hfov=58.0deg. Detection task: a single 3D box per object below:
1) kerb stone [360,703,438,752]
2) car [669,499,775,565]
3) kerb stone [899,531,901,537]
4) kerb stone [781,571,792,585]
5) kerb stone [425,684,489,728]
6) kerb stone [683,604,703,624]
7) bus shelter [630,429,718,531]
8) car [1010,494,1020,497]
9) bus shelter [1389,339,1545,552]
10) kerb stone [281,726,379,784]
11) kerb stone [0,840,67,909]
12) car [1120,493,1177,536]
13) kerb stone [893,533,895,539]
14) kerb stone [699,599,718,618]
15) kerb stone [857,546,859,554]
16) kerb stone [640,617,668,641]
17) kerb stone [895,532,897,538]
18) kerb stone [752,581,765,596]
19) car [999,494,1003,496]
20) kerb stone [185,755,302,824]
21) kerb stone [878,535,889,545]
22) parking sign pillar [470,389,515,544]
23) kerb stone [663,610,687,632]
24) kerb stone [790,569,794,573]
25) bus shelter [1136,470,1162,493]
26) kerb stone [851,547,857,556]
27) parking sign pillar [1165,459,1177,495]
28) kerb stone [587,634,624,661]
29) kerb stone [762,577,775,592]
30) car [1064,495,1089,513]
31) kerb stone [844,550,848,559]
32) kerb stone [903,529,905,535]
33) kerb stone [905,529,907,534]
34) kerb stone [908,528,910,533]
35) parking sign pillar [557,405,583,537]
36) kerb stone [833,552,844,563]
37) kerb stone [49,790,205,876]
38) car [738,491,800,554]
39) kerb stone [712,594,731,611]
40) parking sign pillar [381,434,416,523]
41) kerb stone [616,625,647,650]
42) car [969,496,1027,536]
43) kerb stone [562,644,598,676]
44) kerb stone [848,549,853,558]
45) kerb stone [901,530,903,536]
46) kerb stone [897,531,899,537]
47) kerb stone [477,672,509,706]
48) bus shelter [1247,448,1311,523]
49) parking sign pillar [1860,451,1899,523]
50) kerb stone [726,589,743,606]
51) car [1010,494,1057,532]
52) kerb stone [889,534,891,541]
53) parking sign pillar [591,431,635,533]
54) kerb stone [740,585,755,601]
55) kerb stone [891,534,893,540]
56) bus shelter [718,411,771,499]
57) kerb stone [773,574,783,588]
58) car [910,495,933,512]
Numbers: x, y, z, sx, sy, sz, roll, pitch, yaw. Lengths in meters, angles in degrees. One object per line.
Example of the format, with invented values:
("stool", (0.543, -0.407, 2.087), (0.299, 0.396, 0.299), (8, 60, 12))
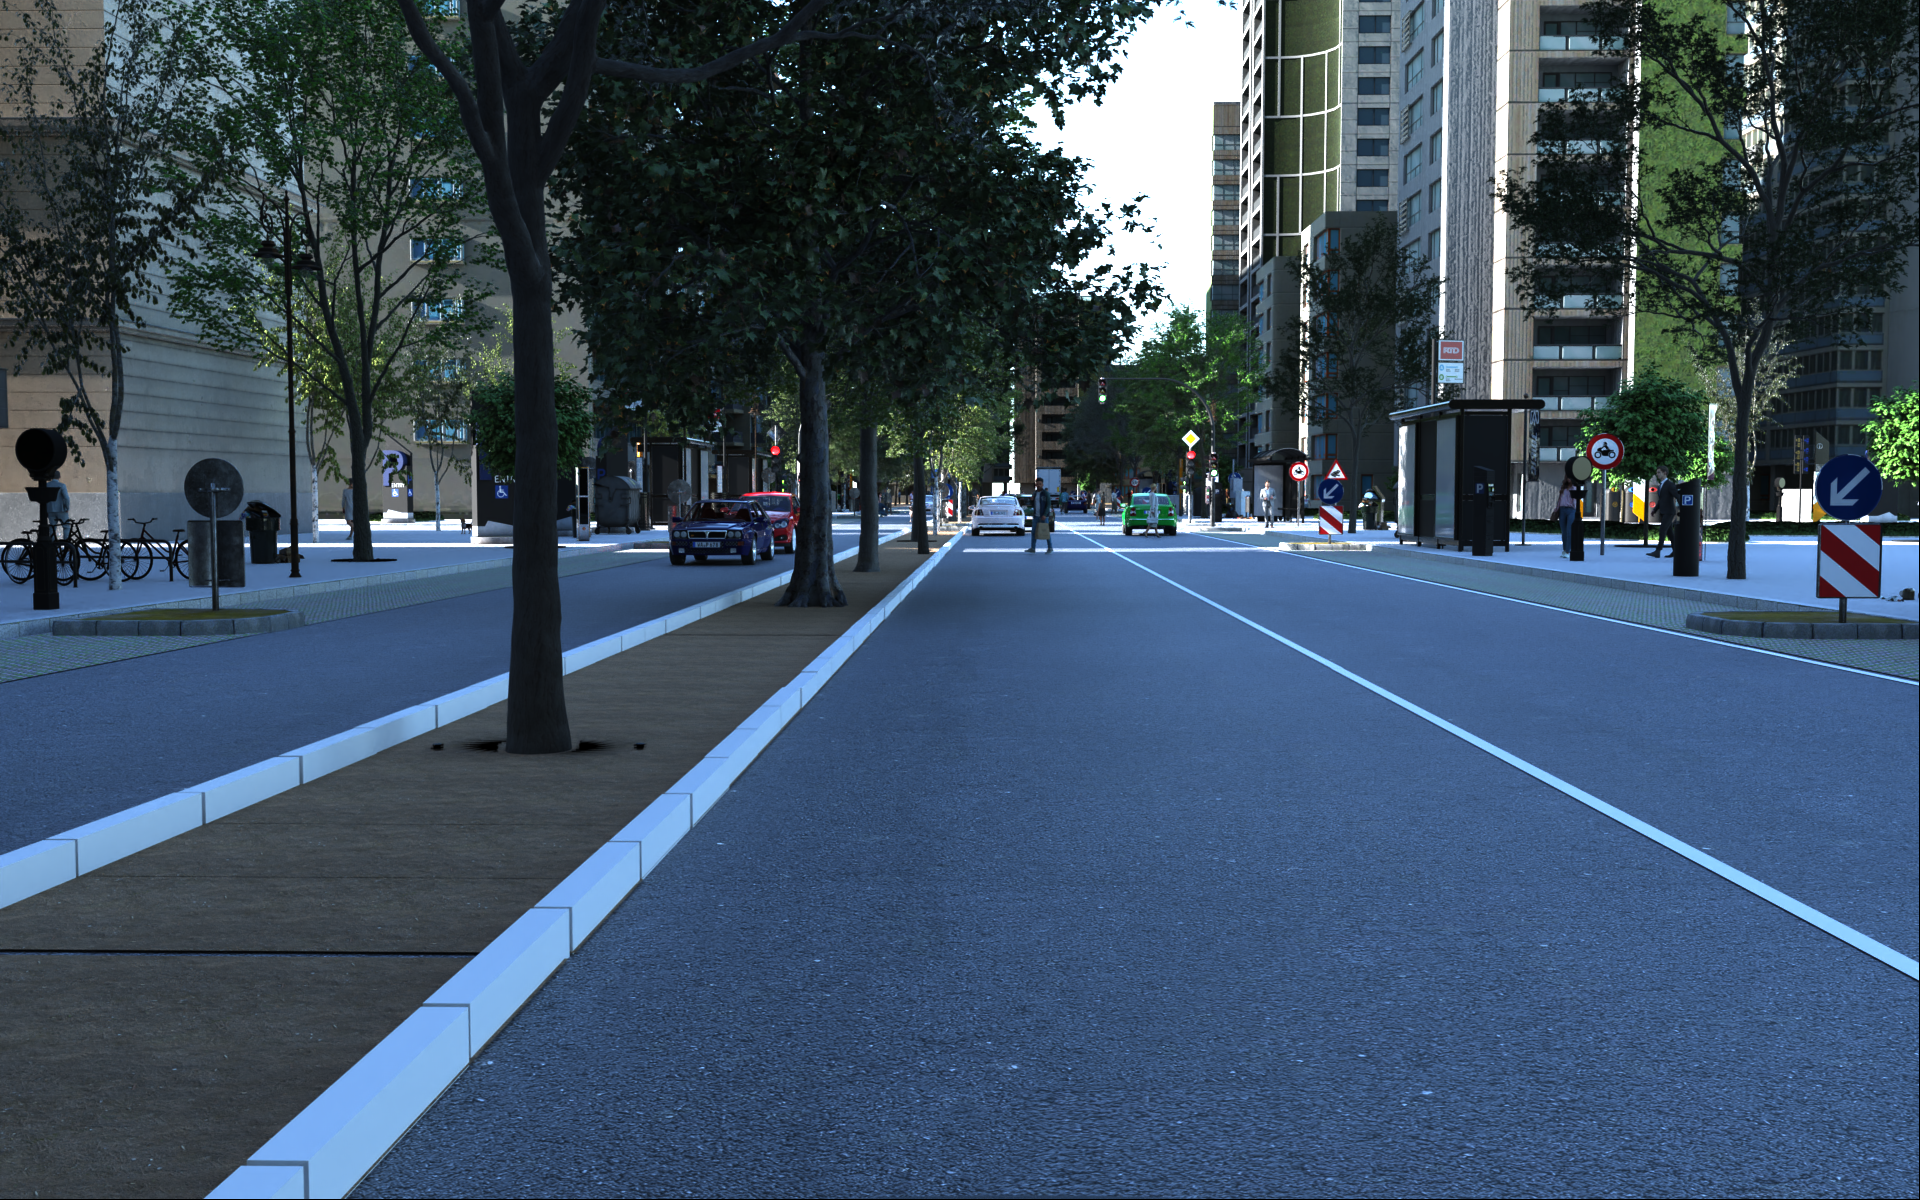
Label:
("kerb stone", (-3.257, 0.745, 10.017), (0.120, 0.150, 1.000), (0, 4, 1))
("car", (-4.964, -1.453, 36.334), (1.945, 1.354, 3.894), (0, 4, 2))
("kerb stone", (-2.116, -2.137, 57.137), (0.120, 0.150, 1.000), (0, 4, 1))
("kerb stone", (-2.826, -0.320, 27.420), (0.120, 0.150, 1.000), (0, 4, 1))
("kerb stone", (-3.225, 0.683, 11.040), (0.120, 0.150, 1.000), (0, 4, 1))
("kerb stone", (-3.033, 0.185, 19.232), (0.120, 0.150, 1.000), (0, 4, 1))
("bus shelter", (-11.004, -5.336, 64.872), (2.179, 5.291, 8.768), (0, 4, 2))
("car", (3.493, -5.619, 101.657), (2.009, 1.686, 4.222), (0, 4, 0))
("bus shelter", (11.970, -3.971, 42.564), (2.179, 5.291, 8.768), (0, 4, 1))
("kerb stone", (-3.270, 0.807, 8.995), (0.120, 0.150, 1.000), (0, 4, 1))
("kerb stone", (-3.351, 0.995, 5.923), (0.120, 0.150, 1.000), (0, 4, 1))
("car", (6.674, -3.209, 61.261), (1.959, 1.807, 4.718), (0, 4, 3))
("kerb stone", (-2.183, -1.949, 54.062), (0.120, 0.150, 1.000), (0, 4, 1))
("kerb stone", (-3.004, 0.119, 20.255), (0.120, 0.150, 1.000), (0, 4, 1))
("kerb stone", (-2.511, -1.134, 40.735), (0.120, 0.150, 1.000), (0, 4, 1))
("kerb stone", (-3.080, 0.307, 17.181), (0.120, 0.150, 1.000), (0, 4, 1))
("kerb stone", (-2.166, -2.012, 55.094), (0.120, 0.150, 1.000), (0, 4, 1))
("kerb stone", (-2.902, -0.132, 24.350), (0.120, 0.150, 1.000), (0, 4, 1))
("car", (4.639, -10.066, 176.373), (2.131, 1.459, 4.920), (0, 4, 3))
("kerb stone", (-3.302, 0.873, 7.970), (0.120, 0.150, 1.000), (0, 4, 1))
("kerb stone", (-2.264, -1.759, 50.980), (0.120, 0.150, 1.000), (0, 4, 1))
("parking sign pillar", (-11.956, -3.449, 44.855), (1.447, 3.967, 1.447), (-2, 4, -34))
("kerb stone", (-3.049, 0.244, 18.202), (0.120, 0.150, 1.000), (0, 4, 1))
("kerb stone", (-2.812, -0.382, 28.442), (0.120, 0.150, 1.000), (0, 4, 1))
("bus shelter", (16.206, -9.439, 148.247), (2.014, 3.302, 5.546), (0, 4, 1))
("kerb stone", (-2.530, -1.070, 39.704), (0.120, 0.150, 1.000), (0, 4, 1))
("parking sign pillar", (15.962, -8.622, 129.440), (1.447, 3.967, 1.447), (-2, 4, -25))
("kerb stone", (-3.130, 0.432, 15.138), (0.120, 0.150, 1.000), (0, 4, 1))
("kerb stone", (-2.880, -0.194, 25.372), (0.120, 0.150, 1.000), (0, 4, 1))
("car", (8.709, -7.203, 130.354), (1.945, 1.354, 3.894), (0, 4, 3))
("kerb stone", (-2.585, -0.943, 37.657), (0.120, 0.150, 1.000), (0, 4, 1))
("kerb stone", (-2.069, -2.260, 59.190), (0.120, 0.150, 1.000), (0, 4, 1))
("kerb stone", (-2.034, -2.320, 60.217), (0.120, 0.150, 1.000), (0, 4, 1))
("kerb stone", (-1.984, -2.447, 62.260), (0.120, 0.150, 1.000), (0, 4, 1))
("parking sign pillar", (-12.145, -3.928, 52.698), (1.447, 3.967, 1.447), (-1, 4, -13))
("kerb stone", (-2.609, -0.875, 36.631), (0.120, 0.150, 1.000), (0, 4, 1))
("kerb stone", (-3.329, 0.933, 6.944), (0.120, 0.150, 1.000), (0, 4, 1))
("car", (-4.806, -2.081, 43.062), (2.155, 1.783, 4.494), (0, 4, 3))
("kerb stone", (-2.980, 0.056, 21.277), (0.120, 0.150, 1.000), (0, 4, 1))
("parking sign pillar", (-24.933, -5.401, 76.779), (1.447, 3.967, 1.447), (1, 4, 19))
("kerb stone", (-3.103, 0.369, 16.159), (0.120, 0.150, 1.000), (0, 4, 1))
("car", (1.341, -2.972, 60.960), (2.083, 1.381, 4.827), (0, 4, 1))
("kerb stone", (-3.149, 0.494, 14.116), (0.120, 0.150, 1.000), (0, 4, 1))
("kerb stone", (-2.554, -1.003, 38.682), (0.120, 0.150, 1.000), (0, 4, 1))
("kerb stone", (-2.081, -2.200, 58.168), (0.120, 0.150, 1.000), (0, 4, 1))
("kerb stone", (-2.132, -2.075, 56.115), (0.120, 0.150, 1.000), (0, 4, 1))
("kerb stone", (-3.211, 0.622, 12.071), (0.120, 0.150, 1.000), (0, 4, 1))
("bus shelter", (14.356, -5.153, 78.168), (2.014, 3.302, 5.546), (0, 4, 1))
("parking sign pillar", (34.976, -4.731, 65.821), (1.447, 3.967, 1.447), (-1, 4, -13))
("kerb stone", (-2.961, -0.005, 22.302), (0.120, 0.150, 1.000), (0, 4, 1))
("car", (2.739, -3.467, 66.469), (2.009, 1.686, 4.222), (0, 4, 1))
("kerb stone", (-2.236, -1.821, 52.004), (0.120, 0.150, 1.000), (0, 4, 1))
("parking sign pillar", (-11.573, -4.229, 57.619), (1.447, 3.967, 1.447), (1, 4, 22))
("kerb stone", (-2.928, -0.069, 23.323), (0.120, 0.150, 1.000), (0, 4, 1))
("kerb stone", (-2.209, -1.886, 53.031), (0.120, 0.150, 1.000), (0, 4, 1))
("bus shelter", (-10.655, -6.454, 83.149), (2.179, 5.291, 8.768), (0, 4, 1))
("kerb stone", (-2.860, -0.255, 26.399), (0.120, 0.150, 1.000), (0, 4, 1))
("car", (-2.528, -6.852, 124.393), (2.083, 1.381, 4.827), (0, 4, 2))
